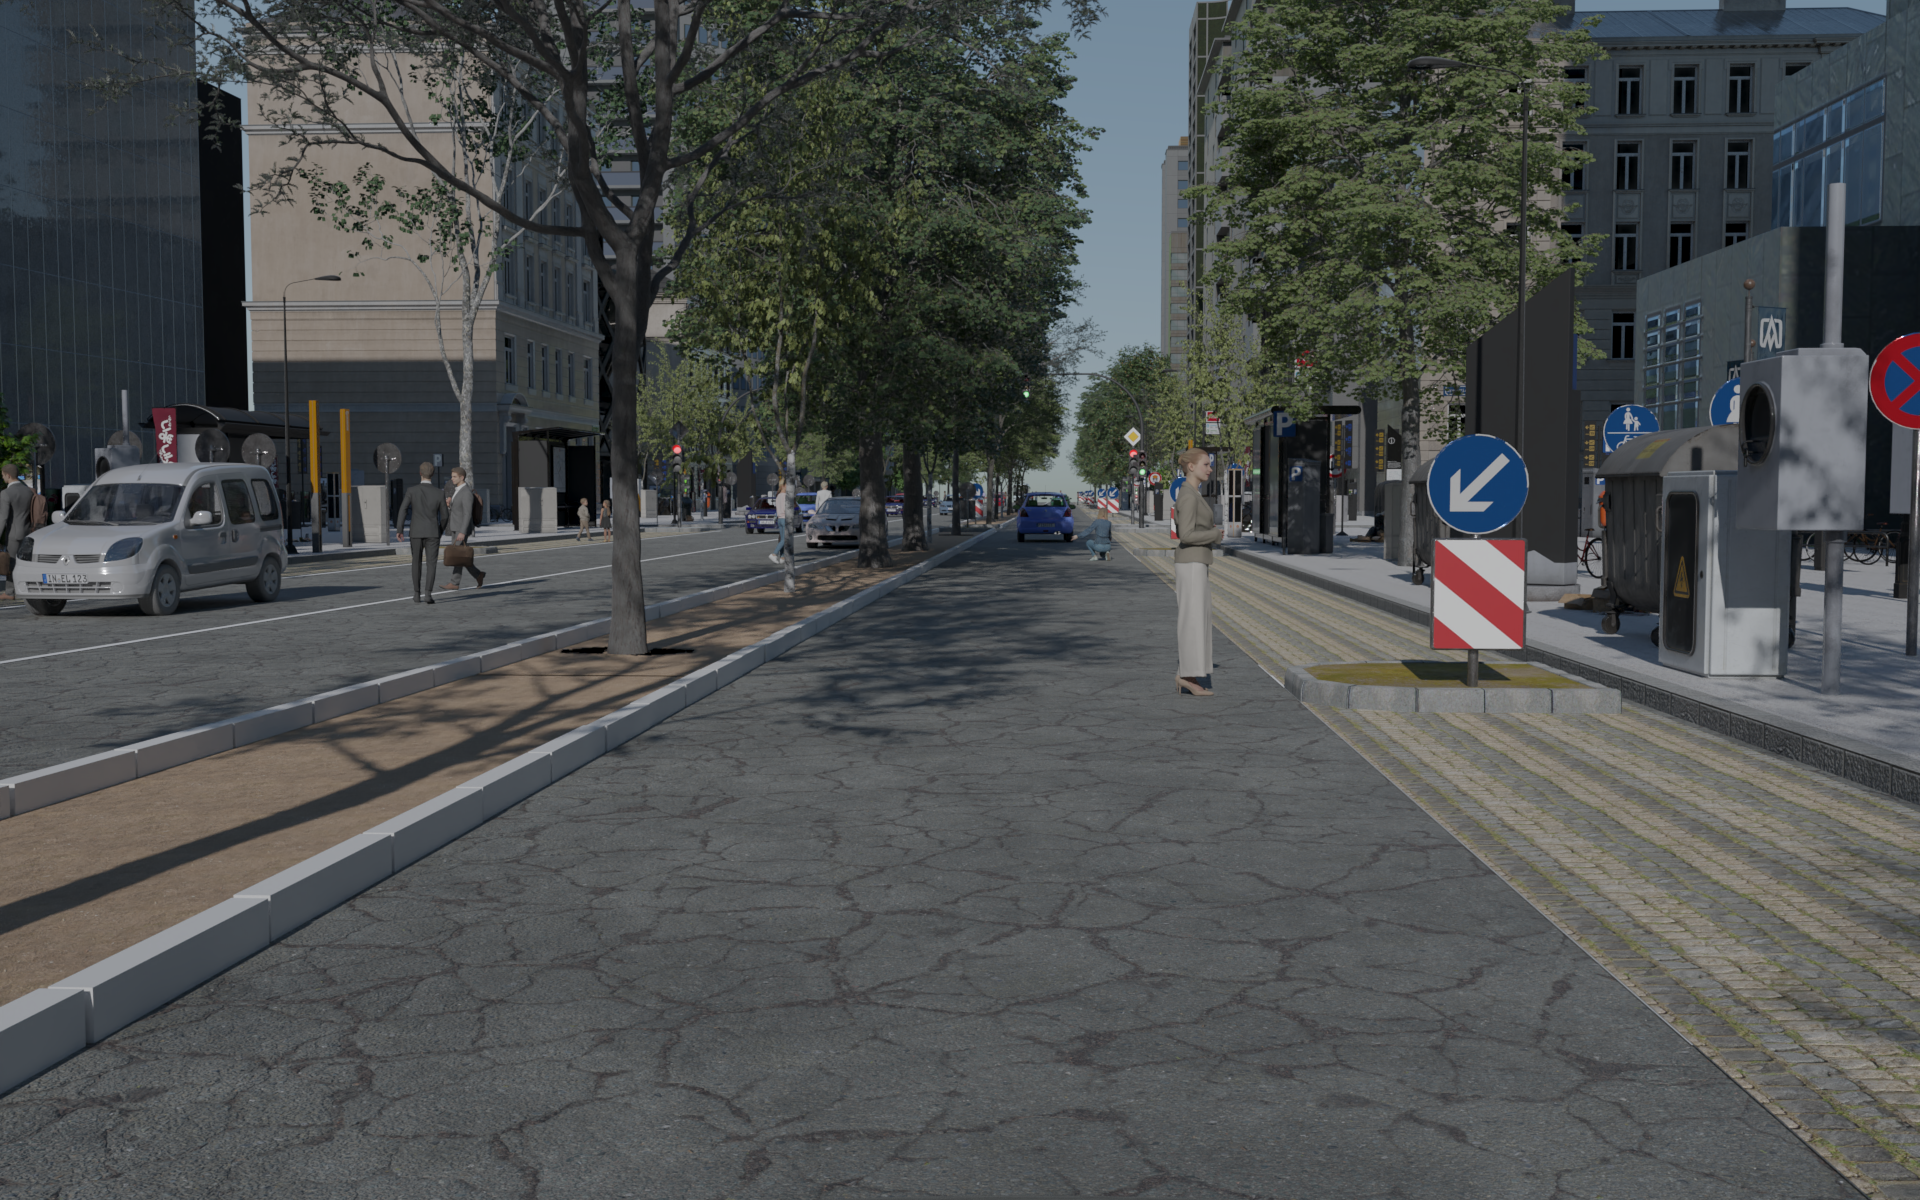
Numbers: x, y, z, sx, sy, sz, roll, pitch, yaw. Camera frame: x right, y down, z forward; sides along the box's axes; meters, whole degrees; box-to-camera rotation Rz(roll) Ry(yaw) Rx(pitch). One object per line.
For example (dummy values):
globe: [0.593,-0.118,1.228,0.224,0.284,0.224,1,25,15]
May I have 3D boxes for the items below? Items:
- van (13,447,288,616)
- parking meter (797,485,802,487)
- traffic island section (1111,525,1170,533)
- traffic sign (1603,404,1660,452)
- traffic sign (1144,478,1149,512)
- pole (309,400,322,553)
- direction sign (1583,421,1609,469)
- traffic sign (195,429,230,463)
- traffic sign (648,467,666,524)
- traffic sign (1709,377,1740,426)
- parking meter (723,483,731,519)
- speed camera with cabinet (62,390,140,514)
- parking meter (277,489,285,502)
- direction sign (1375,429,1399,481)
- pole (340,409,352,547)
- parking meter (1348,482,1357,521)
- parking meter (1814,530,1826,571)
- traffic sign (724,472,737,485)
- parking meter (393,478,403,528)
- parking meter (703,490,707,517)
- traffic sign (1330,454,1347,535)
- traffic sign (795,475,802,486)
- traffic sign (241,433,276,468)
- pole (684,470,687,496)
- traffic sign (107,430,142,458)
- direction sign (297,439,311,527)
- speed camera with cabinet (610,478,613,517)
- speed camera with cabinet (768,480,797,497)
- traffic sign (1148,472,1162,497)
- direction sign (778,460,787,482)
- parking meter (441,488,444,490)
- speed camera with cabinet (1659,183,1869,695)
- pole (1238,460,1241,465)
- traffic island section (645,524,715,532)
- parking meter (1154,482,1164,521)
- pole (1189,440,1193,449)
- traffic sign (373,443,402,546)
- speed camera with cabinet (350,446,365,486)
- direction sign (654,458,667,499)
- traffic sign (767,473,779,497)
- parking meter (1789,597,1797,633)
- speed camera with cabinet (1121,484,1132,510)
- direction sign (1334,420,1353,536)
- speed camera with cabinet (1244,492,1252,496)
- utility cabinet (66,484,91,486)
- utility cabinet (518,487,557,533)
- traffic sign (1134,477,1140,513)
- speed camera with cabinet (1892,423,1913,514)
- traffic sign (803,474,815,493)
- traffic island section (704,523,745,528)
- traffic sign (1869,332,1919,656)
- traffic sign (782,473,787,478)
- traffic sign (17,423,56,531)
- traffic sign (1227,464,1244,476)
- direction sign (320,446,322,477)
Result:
van: [-10.063,-0.900,21.728,2.013,2.044,4.112,0,4,4]
parking meter: [-10.651,-6.644,114.342,0.255,1.863,0.399,2,4,30]
traffic island section: [6.832,-2.618,65.077,2.009,0.180,2.903,0,4,3]
traffic sign: [9.535,-1.503,24.683,0.768,2.556,0.104,0,4,7]
traffic sign: [11.151,-6.270,104.649,0.606,2.300,0.079,1,4,8]
pole: [-14.080,-2.691,37.845,0.158,3.312,0.155,0,3,0]
direction sign: [19.788,-3.774,53.700,0.876,3.537,0.379,1,4,18]
traffic sign: [-14.596,-2.061,33.809,0.768,2.556,0.104,1,4,12]
traffic sign: [-12.902,-4.439,73.757,0.795,2.450,0.064,0,4,6]
traffic sign: [8.484,-1.141,18.761,0.768,2.556,0.104,1,4,9]
parking meter: [-12.232,-5.213,90.940,0.399,1.863,0.255,-3,5,-40]
speed camera with cabinet: [-16.539,-2.384,33.318,2.038,3.252,0.660,3,4,38]
parking meter: [-32.174,-4.507,82.096,0.372,1.533,0.369,0,3,0]
direction sign: [14.894,-4.190,60.496,0.876,3.537,0.379,3,4,37]
pole: [-14.752,-2.922,41.622,0.158,3.312,0.155,0,3,0]
parking meter: [18.790,-4.719,82.861,0.399,1.863,0.255,-3,5,-40]
parking meter: [14.501,-1.420,28.926,0.399,1.863,0.255,0,4,1]
traffic sign: [-13.216,-6.092,99.714,0.768,2.556,0.104,1,4,12]
parking meter: [-21.104,-3.629,65.052,0.255,1.863,0.399,-3,5,-41]
parking meter: [-14.487,-5.481,98.022,0.372,1.533,0.369,0,3,0]
traffic sign: [11.861,-3.346,54.808,0.768,2.556,0.104,0,4,5]
traffic sign: [-11.149,-7.203,117.769,0.884,2.594,0.081,1,4,9]
traffic sign: [-14.700,-2.214,36.301,0.768,2.556,0.104,0,4,7]
pole: [-18.541,-7.520,116.797,0.158,3.312,0.155,0,3,0]
traffic sign: [-16.557,-2.093,34.322,0.768,2.556,0.104,1,4,10]
direction sign: [-25.461,-4.593,67.086,0.379,3.537,0.876,-3,5,-42]
speed camera with cabinet: [-18.343,-6.013,92.655,0.660,3.252,2.038,0,4,-5]
speed camera with cabinet: [-11.148,-6.999,108.768,0.660,3.252,2.038,3,4,39]
traffic sign: [11.181,-6.065,99.270,0.768,2.556,0.104,1,4,10]
direction sign: [-11.856,-7.572,115.804,0.379,3.537,0.876,-3,5,-45]
parking meter: [-19.362,-3.476,65.237,0.372,1.533,0.369,0,3,0]
speed camera with cabinet: [5.439,-1.070,11.837,0.660,3.252,2.038,0,4,3]
pole: [16.624,-6.682,103.099,0.158,3.312,0.155,0,3,0]
traffic island section: [-10.728,-2.682,66.123,2.009,0.180,2.903,0,4,3]
parking meter: [9.512,-4.714,82.792,0.255,1.863,0.399,-3,5,-41]
pole: [8.690,-4.374,65.353,0.158,3.312,0.155,0,3,0]
traffic sign: [-14.207,-2.621,42.957,0.768,2.556,0.104,1,4,11]
speed camera with cabinet: [-21.985,-4.225,63.419,0.660,3.252,2.038,-2,4,-32]
direction sign: [-18.837,-7.150,108.899,0.876,3.537,0.379,-3,5,-40]
traffic sign: [-11.486,-6.487,106.171,0.768,2.556,0.104,1,4,12]
parking meter: [7.382,-0.445,15.684,0.372,1.533,0.369,0,3,0]
speed camera with cabinet: [13.684,-8.997,141.441,0.660,3.252,2.038,1,4,18]
direction sign: [11.802,-3.755,53.386,0.379,3.537,0.876,-2,4,-24]
speed camera with cabinet: [22.213,-8.328,130.495,2.038,3.252,0.660,1,4,9]
utility cabinet: [-18.668,-1.749,37.269,1.173,1.500,0.318,1,4,22]
utility cabinet: [-13.773,-2.926,56.519,1.173,1.500,0.318,-2,4,-28]
traffic sign: [12.178,-7.260,118.800,0.768,2.556,0.104,1,4,12]
speed camera with cabinet: [12.017,-1.586,20.271,2.038,3.252,0.660,0,4,-6]
traffic sign: [-9.827,-6.878,112.553,0.768,2.556,0.104,1,4,10]
traffic island section: [-10.253,-3.169,74.094,2.009,0.180,2.903,0,4,3]
traffic sign: [7.560,-0.831,13.688,0.768,2.556,0.104,1,4,13]
traffic sign: [-10.330,-6.348,103.902,0.768,2.556,0.104,0,4,5]
traffic sign: [-16.505,-1.884,30.912,0.768,2.556,0.104,0,4,4]
traffic sign: [11.476,-4.418,72.340,0.768,2.556,0.104,0,4,5]
direction sign: [-30.192,-5.461,81.278,0.876,3.537,0.379,2,4,35]
